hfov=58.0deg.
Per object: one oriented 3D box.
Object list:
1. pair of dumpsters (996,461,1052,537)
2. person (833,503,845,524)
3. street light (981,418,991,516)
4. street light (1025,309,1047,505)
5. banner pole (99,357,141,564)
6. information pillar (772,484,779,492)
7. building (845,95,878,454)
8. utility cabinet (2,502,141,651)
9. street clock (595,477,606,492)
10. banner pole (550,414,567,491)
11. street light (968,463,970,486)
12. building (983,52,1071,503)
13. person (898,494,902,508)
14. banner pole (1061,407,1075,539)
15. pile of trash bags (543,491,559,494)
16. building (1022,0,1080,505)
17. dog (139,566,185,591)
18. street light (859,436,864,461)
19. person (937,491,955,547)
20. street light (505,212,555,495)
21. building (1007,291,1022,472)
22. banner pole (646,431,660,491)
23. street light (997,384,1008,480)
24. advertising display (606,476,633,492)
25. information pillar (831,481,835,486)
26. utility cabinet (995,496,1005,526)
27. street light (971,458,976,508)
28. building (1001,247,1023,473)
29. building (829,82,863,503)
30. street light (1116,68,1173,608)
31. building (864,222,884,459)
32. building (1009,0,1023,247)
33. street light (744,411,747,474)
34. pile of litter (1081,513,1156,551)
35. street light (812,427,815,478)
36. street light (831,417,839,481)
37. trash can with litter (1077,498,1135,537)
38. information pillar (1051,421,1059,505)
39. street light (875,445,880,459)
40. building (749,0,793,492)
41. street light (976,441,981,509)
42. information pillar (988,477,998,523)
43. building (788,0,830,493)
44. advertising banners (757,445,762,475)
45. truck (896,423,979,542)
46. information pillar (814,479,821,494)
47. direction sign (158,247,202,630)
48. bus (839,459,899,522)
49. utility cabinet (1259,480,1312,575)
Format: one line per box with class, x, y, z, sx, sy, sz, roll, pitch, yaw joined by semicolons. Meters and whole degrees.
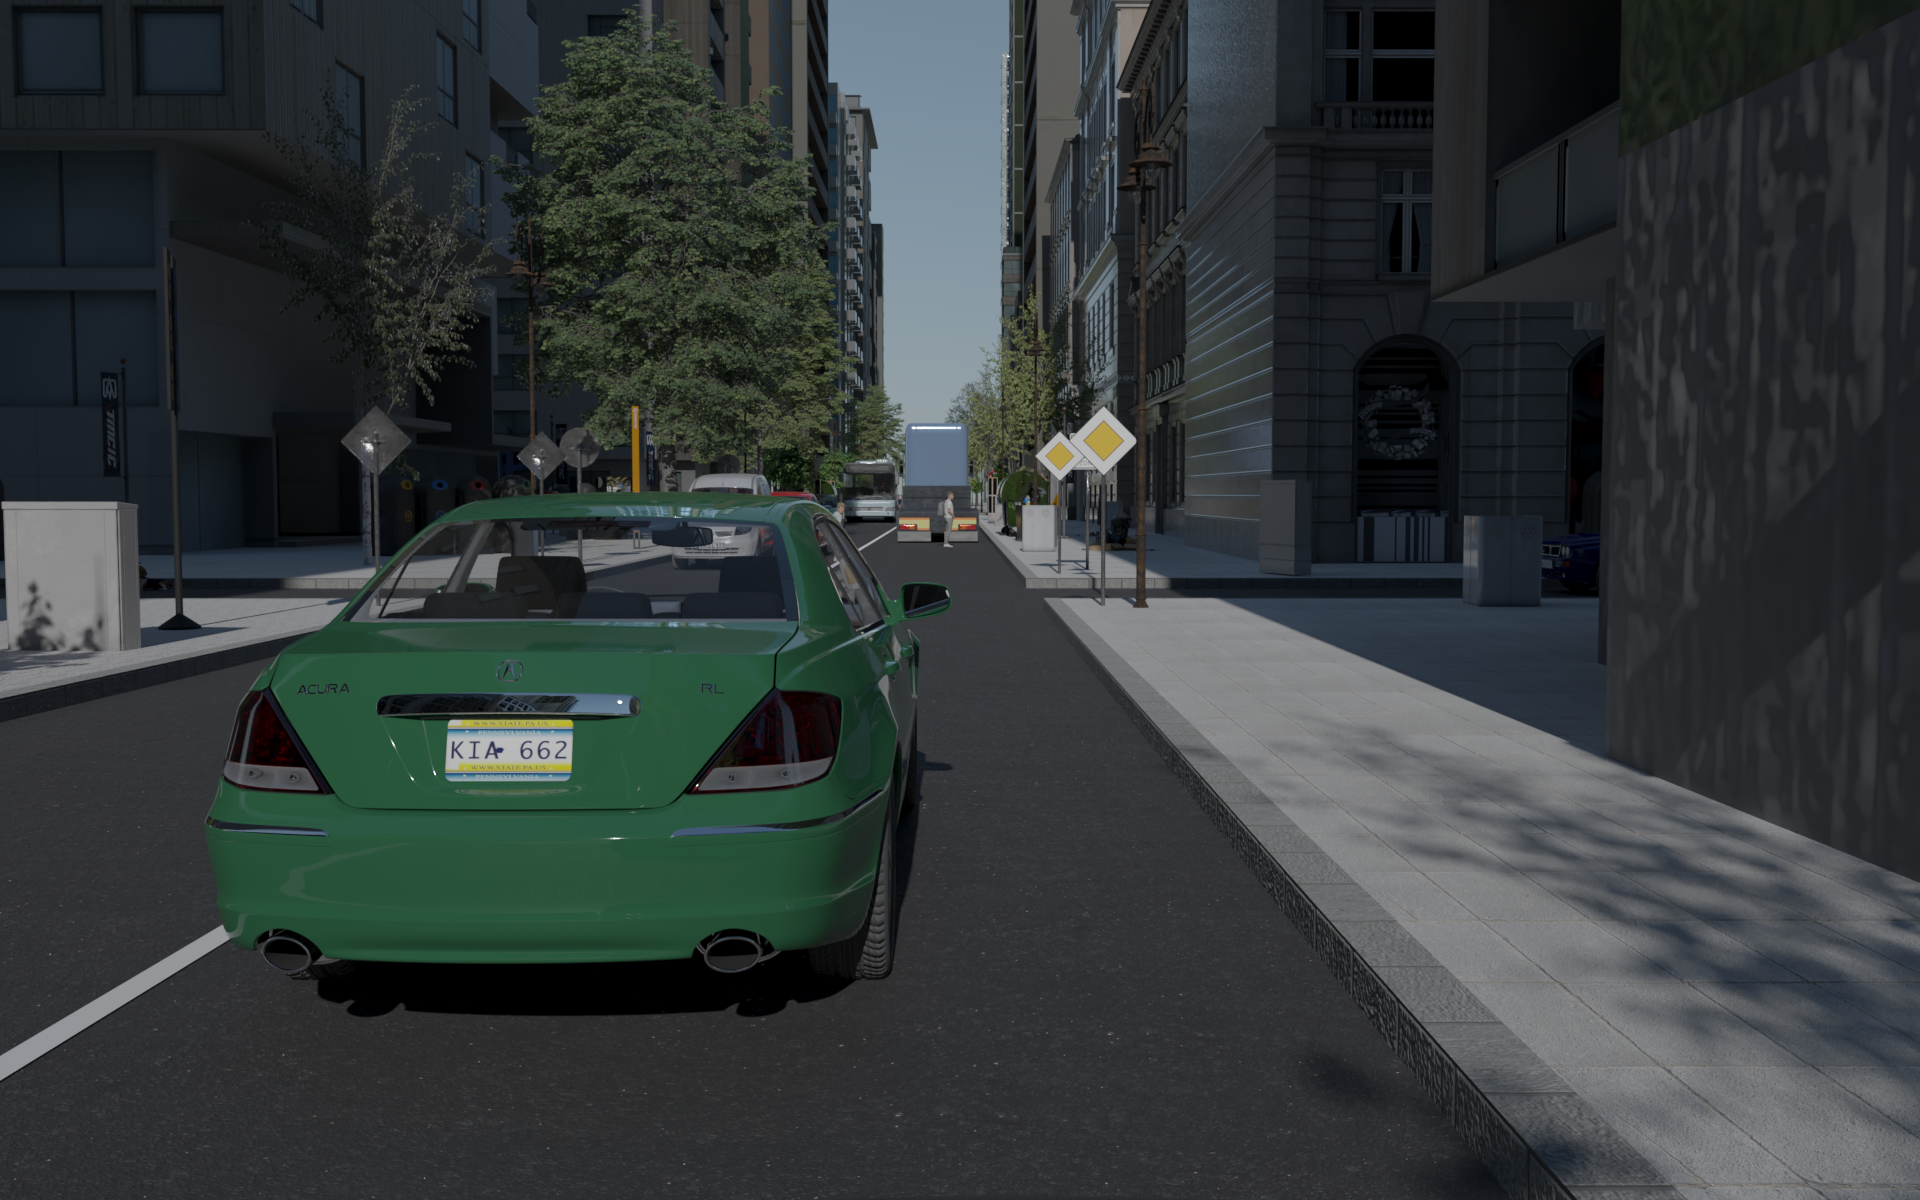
pair of dumpsters;1.974;-3.130;53.676;1.574;2.255;4.437;0;4;0
person;-2.611;-1.457;37.002;0.352;1.250;0.332;0;4;7
street light;1.661;-7.911;102.128;0.468;5.910;1.993;0;4;0
street light;1.898;-4.325;43.495;0.468;5.910;1.993;0;4;0
banner pole;-15.298;-2.535;31.457;0.401;3.779;0.863;1;4;11
information pillar;-9.628;-5.258;90.463;0.304;2.012;0.304;0;4;4
building;-25.789;-39.380;233.103;28.713;52.752;27.495;0;4;0
utility cabinet;-7.328;-0.193;14.311;1.020;1.237;0.306;0;4;7
street clock;-14.965;-4.137;72.202;0.471;2.002;0.358;3;4;36
banner pole;-12.636;-3.940;54.433;0.863;3.779;0.401;2;4;32
street light;1.272;-12.619;179.100;0.468;5.910;1.993;0;4;0
building;14.764;-57.046;245.376;22.319;86.520;31.000;0;4;0
person;-5.508;-8.863;156.597;0.628;1.438;0.799;-1;4;-22
banner pole;3.119;-3.671;50.043;0.401;3.779;0.863;2;4;30
pile of trash bags;-10.765;-2.452;49.844;3.447;1.369;1.912;2;4;32
building;15.247;-30.059;115.171;21.300;48.544;21.600;0;4;0
dog;-11.958;-0.336;25.691;0.748;0.427;0.550;0;4;-4
street light;-7.656;-9.866;134.097;0.468;5.910;1.993;0;4;0
person;-0.322;-2.189;46.892;0.503;1.515;0.523;3;5;42
street light;-7.106;-3.424;28.771;0.468;5.910;1.993;0;4;0
building;18.679;-19.373;161.788;27.650;21.520;28.899;0;4;0
banner pole;-10.774;-4.340;60.980;0.401;3.779;0.863;2;4;32
street light;1.805;-6.119;72.836;0.468;5.910;1.993;0;4;0
advertising display;-11.987;-3.411;60.981;0.974;1.923;0.123;1;4;15
information pillar;-7.228;-5.660;97.028;0.304;2.012;0.304;3;4;38
utility cabinet;1.940;-3.607;70.142;1.020;1.237;0.306;1;4;18
street light;1.373;-10.827;149.807;0.468;5.910;1.993;0;4;0
building;11.832;-26.397;203.285;14.160;30.474;14.107;0;4;0
building;-23.034;-35.754;204.183;23.786;49.044;30.456;0;4;0
street light;2.043;-2.851;19.400;0.468;5.910;1.993;0;4;0
building;-18.462;-34.918;254.504;14.154;41.232;14.086;0;4;0
building;14.525;-47.819;220.085;20.563;71.187;20.611;0;4;0
street light;-7.272;-5.252;58.660;0.468;5.910;1.993;0;4;0
pile of litter;3.668;-1.557;39.428;1.719;0.858;1.176;1;4;23
street light;-7.442;-7.084;88.610;0.468;5.910;1.993;0;4;0
street light;-7.560;-8.055;104.487;0.468;5.910;1.993;0;4;0
trash can with litter;4.389;-2.559;52.890;1.678;1.210;2.233;0;4;-5
information pillar;3.027;-3.904;55.182;0.183;3.616;0.504;-2;4;-23
street light;-7.804;-11.687;163.876;0.468;5.910;1.993;0;4;0
building;-18.278;-28.134;110.106;14.600;45.320;14.200;0;4;0
street light;1.530;-9.035;120.514;0.468;5.910;1.993;0;4;0
information pillar;1.437;-4.359;75.768;0.304;2.012;0.304;-3;4;-37
building;-21.082;-30.856;128.204;21.300;48.544;21.600;0;4;0
advertising banners;-7.313;-3.987;61.382;0.090;3.025;2.074;1;4;10
truck;-0.800;-4.290;59.895;2.967;4.110;18.799;0;4;-1
information pillar;-6.931;-4.885;84.361;0.304;2.012;0.304;0;4;-1
direction sign;-7.425;-1.491;16.377;0.379;3.537;0.876;-1;4;-19
bus;-4.607;-5.854;90.573;2.948;3.499;13.247;0;4;-2
utility cabinet;5.173;-1.151;27.506;0.318;1.500;1.173;-1;4;-18
